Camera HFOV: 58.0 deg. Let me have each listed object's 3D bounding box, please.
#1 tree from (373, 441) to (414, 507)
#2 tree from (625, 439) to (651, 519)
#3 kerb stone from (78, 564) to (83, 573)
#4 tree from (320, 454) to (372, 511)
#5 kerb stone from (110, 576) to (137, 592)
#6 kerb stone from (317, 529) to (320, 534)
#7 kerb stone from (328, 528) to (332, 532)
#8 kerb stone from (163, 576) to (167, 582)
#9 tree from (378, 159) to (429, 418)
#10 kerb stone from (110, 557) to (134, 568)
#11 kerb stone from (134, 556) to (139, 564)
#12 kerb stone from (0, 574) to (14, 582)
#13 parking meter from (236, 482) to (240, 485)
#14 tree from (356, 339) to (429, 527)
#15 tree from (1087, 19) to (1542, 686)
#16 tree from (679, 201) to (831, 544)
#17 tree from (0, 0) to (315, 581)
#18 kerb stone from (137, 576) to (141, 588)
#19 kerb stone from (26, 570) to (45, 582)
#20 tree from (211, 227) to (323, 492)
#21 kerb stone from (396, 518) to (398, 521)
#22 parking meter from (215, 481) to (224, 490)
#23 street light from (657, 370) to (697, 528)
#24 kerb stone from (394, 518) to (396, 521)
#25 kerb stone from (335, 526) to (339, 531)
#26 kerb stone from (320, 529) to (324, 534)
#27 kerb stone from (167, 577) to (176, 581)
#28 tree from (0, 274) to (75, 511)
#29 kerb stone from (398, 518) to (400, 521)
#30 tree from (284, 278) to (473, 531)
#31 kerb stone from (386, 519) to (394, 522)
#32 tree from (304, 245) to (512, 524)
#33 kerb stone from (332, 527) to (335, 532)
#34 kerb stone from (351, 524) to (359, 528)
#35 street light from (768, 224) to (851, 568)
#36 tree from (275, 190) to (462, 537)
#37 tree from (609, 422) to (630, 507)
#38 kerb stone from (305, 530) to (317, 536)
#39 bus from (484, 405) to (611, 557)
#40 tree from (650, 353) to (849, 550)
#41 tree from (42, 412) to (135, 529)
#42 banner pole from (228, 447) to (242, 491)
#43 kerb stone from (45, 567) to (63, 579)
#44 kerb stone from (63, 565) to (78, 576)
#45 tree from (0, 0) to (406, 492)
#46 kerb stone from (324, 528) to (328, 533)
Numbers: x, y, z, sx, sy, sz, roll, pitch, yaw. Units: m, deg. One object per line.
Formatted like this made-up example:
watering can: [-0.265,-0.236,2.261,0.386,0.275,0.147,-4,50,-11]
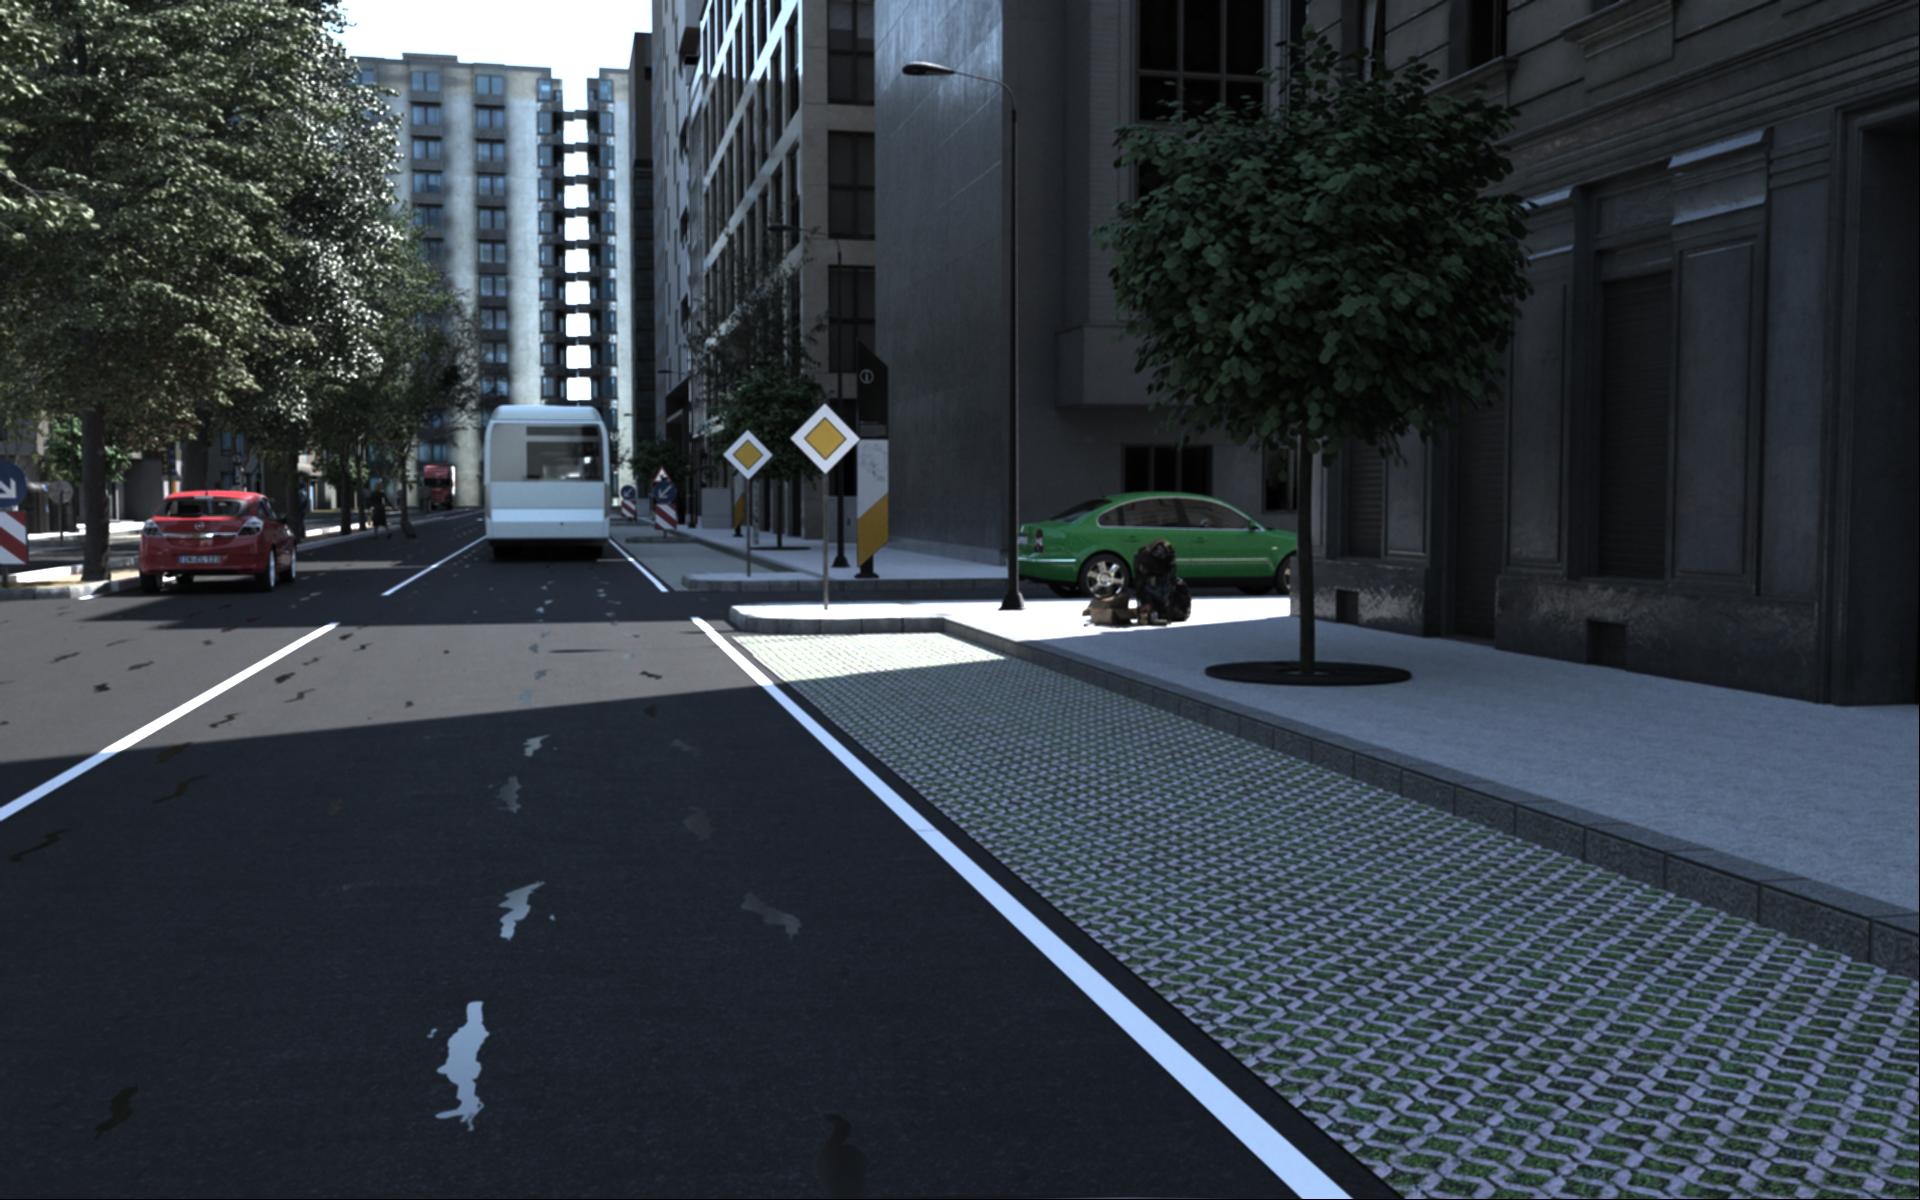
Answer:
tree: [-56.110,-13.535,171.662,4.360,8.622,3.978,0,3,0]
tree: [-15.597,-6.494,89.897,4.285,4.588,4.351,0,3,0]
kerb stone: [-15.935,-0.560,31.365,0.120,0.150,1.000,-1,4,-13]
tree: [-49.789,-9.657,141.610,4.285,4.588,4.351,0,3,0]
kerb stone: [-12.503,-0.223,25.852,0.120,0.150,1.000,-1,4,-13]
kerb stone: [-22.876,-2.395,61.346,0.120,0.150,1.000,-1,4,-13]
kerb stone: [-23.569,-2.578,64.352,0.120,0.150,1.000,-1,4,-13]
kerb stone: [-12.966,-0.346,27.846,0.120,0.150,1.000,-1,4,-13]
tree: [-19.189,-7.875,49.336,7.486,12.596,7.792,0,3,0]
kerb stone: [-16.628,-0.744,34.360,0.120,0.150,1.000,-1,4,-13]
kerb stone: [-16.853,-0.804,35.361,0.120,0.150,1.000,-1,4,-13]
kerb stone: [-15.022,-0.314,27.378,0.120,0.150,1.000,-1,4,-13]
parking meter: [-35.506,-4.874,85.401,0.255,1.863,0.399,0,4,-5]
tree: [-24.653,-7.394,73.717,4.737,8.622,4.395,0,3,0]
tree: [2.515,-1.742,12.198,4.285,4.588,4.351,0,3,0]
tree: [-5.258,-5.741,44.233,4.360,8.622,3.978,0,3,0]
tree: [-13.490,-6.489,26.679,7.486,12.596,7.792,0,3,0]
kerb stone: [-12.735,-0.285,26.847,0.120,0.150,1.000,-1,4,-13]
kerb stone: [-15.243,-0.378,28.376,0.120,0.150,1.000,-1,4,-13]
tree: [-17.948,-5.532,43.260,4.737,8.622,4.395,0,3,0]
kerb stone: [-29.568,-4.167,90.323,0.120,0.150,1.000,-1,4,-13]
parking meter: [-34.373,-4.569,80.410,0.399,1.863,0.255,2,4,29]
street light: [-10.628,-5.657,65.029,1.470,5.913,1.316,-1,4,-13]
kerb stone: [-29.330,-4.106,89.323,0.120,0.150,1.000,-1,4,-13]
kerb stone: [-24.019,-2.701,66.351,0.120,0.150,1.000,-1,4,-13]
kerb stone: [-23.100,-2.456,62.347,0.120,0.150,1.000,-1,4,-13]
kerb stone: [-13.201,-0.406,28.840,0.120,0.150,1.000,-1,4,-13]
tree: [-28.966,-6.282,53.075,4.737,8.622,4.395,0,3,0]
kerb stone: [-29.777,-4.219,91.324,0.120,0.150,1.000,-1,4,-13]
tree: [-23.019,-7.936,66.616,8.767,10.594,7.601,-1,4,-13]
kerb stone: [-29.101,-4.045,88.325,0.120,0.150,1.000,-1,4,-13]
tree: [-26.617,-10.386,82.633,12.009,13.543,11.850,0,3,0]
kerb stone: [-23.792,-2.640,65.353,0.120,0.150,1.000,-1,4,-13]
kerb stone: [-25.641,-3.129,73.347,0.120,0.150,1.000,-1,4,-13]
street light: [-2.618,-3.519,30.073,1.470,5.913,1.316,-1,4,-13]
tree: [-20.615,-7.942,58.057,9.928,11.665,9.643,0,3,0]
tree: [-35.609,-13.821,176.331,4.360,8.622,3.978,0,3,0]
kerb stone: [-22.636,-2.326,60.349,0.120,0.150,1.000,-1,4,-13]
bus: [-10.138,-2.915,42.525,2.948,3.499,13.247,-1,4,-13]
tree: [-4.141,-3.452,40.154,4.285,4.588,4.351,0,3,0]
tree: [-32.001,-4.885,63.583,4.285,4.588,4.351,0,3,0]
banner pole: [-38.682,-6.259,92.359,0.863,3.779,0.401,-1,4,-21]
kerb stone: [-15.470,-0.439,29.374,0.120,0.150,1.000,-1,4,-13]
kerb stone: [-15.710,-0.500,30.368,0.120,0.150,1.000,-1,4,-13]
tree: [-16.003,-7.750,35.831,9.857,13.997,8.962,0,3,0]
kerb stone: [-23.335,-2.517,63.349,0.120,0.150,1.000,-1,4,-13]
